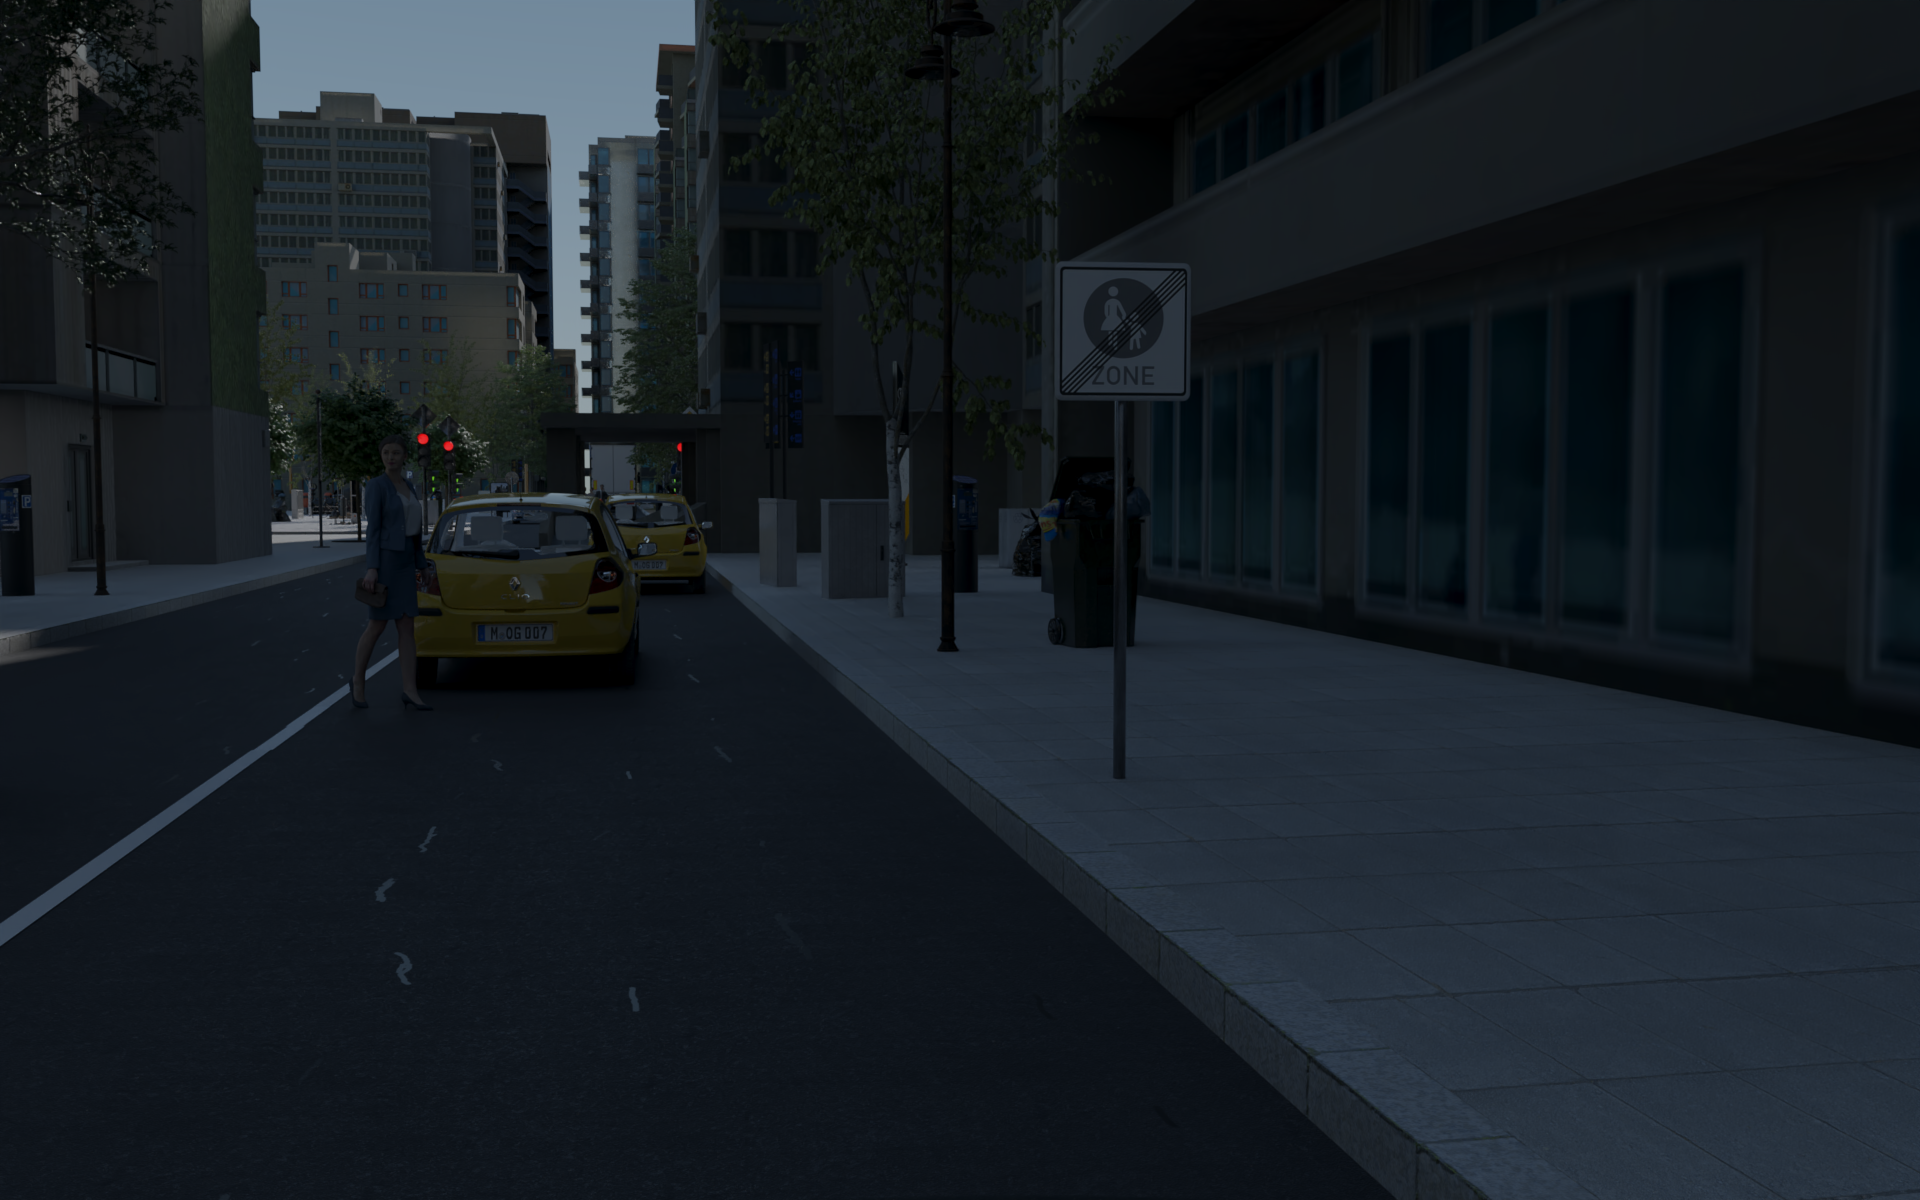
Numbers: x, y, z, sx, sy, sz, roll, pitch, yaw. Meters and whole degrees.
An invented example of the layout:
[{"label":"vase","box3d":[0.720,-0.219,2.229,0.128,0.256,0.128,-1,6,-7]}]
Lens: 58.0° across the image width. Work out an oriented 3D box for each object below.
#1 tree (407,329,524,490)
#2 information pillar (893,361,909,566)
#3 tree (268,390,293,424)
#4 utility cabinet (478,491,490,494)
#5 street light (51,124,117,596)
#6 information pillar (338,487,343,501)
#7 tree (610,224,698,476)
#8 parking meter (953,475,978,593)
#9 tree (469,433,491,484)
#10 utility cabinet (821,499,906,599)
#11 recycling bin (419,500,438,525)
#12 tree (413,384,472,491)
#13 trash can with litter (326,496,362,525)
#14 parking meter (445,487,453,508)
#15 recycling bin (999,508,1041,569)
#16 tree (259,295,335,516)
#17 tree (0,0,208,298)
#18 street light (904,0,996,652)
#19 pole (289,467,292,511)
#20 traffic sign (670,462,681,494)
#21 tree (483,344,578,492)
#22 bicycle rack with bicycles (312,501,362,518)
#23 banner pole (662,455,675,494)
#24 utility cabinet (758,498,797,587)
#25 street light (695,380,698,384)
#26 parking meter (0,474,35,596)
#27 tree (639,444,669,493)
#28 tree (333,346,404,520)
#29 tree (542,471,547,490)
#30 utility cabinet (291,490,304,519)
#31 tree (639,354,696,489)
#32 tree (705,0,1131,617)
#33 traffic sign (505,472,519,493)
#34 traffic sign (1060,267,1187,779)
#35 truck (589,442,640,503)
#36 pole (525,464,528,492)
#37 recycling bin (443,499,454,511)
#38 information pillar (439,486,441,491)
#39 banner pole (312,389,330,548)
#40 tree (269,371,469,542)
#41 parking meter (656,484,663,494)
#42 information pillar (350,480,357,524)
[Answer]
[{"label":"tree","box3d":[-23.024,-7.823,78.276,4.737,8.622,4.395,0,3,0]},{"label":"information pillar","box3d":[-1.059,-2.418,30.887,0.183,3.616,0.504,2,4,25]},{"label":"tree","box3d":[-47.016,-10.224,117.525,4.360,8.622,3.978,0,3,0]},{"label":"utility cabinet","box3d":[-31.686,-6.564,115.999,1.173,1.500,0.318,2,4,28]},{"label":"street light","box3d":[-10.888,-2.997,21.797,0.468,5.910,1.993,-1,4,-11]},{"label":"information pillar","box3d":[-45.139,-7.442,126.162,0.304,2.012,0.304,0,4,-7]},{"label":"tree","box3d":[-10.877,-9.487,73.245,7.486,12.596,7.792,0,3,0]},{"label":"parking meter","box3d":[0.051,-0.867,22.593,0.372,1.533,0.369,0,3,0]},{"label":"tree","box3d":[-20.266,-5.157,68.032,4.285,4.588,4.351,0,3,0]},{"label":"utility cabinet","box3d":[-1.193,-0.629,21.454,1.020,1.237,0.306,-2,4,-25]},{"label":"recycling bin","box3d":[-21.899,-3.575,71.013,0.722,1.027,0.722,2,4,31]},{"label":"tree","box3d":[-34.390,-10.112,115.691,4.360,8.622,3.978,0,3,0]},{"label":"trash can with litter","box3d":[-25.963,-3.766,72.624,1.678,1.210,2.233,-1,4,-20]},{"label":"parking meter","box3d":[-22.052,-4.222,74.733,0.255,1.863,0.399,0,4,3]},{"label":"recycling bin","box3d":[1.098,-1.072,30.075,0.722,1.027,0.722,-1,4,-12]},{"label":"tree","box3d":[-25.513,-6.872,62.724,4.737,8.622,4.395,0,3,0]},{"label":"tree","box3d":[-10.293,-4.925,14.943,7.601,10.594,8.767,-1,4,-20]},{"label":"street light","box3d":[-0.098,-2.519,13.967,0.468,5.910,1.993,-1,4,-11]},{"label":"pole","box3d":[-50.343,-8.347,130.322,0.158,3.312,0.155,0,3,0]},{"label":"traffic sign","box3d":[-10.900,-4.127,67.589,0.768,2.556,0.104,0,4,-8]},{"label":"tree","box3d":[-32.158,-13.014,130.913,7.486,12.596,7.792,0,3,0]},{"label":"bicycle rack with bicycles","box3d":[-33.249,-4.875,93.087,2.852,0.926,2.925,2,4,32]},{"label":"banner pole","box3d":[-18.178,-7.252,108.582,0.863,3.779,0.401,2,4,31]},{"label":"utility cabinet","box3d":[-2.556,-0.807,24.350,0.306,1.237,1.020,-1,4,-21]},{"label":"street light","box3d":[-8.151,-5.028,54.988,0.468,5.910,1.993,-1,4,-11]},{"label":"parking meter","box3d":[-11.906,-0.822,21.855,0.372,1.533,0.369,0,3,0]},{"label":"tree","box3d":[-19.625,-10.088,115.297,4.737,8.622,4.395,0,3,0]},{"label":"tree","box3d":[-29.858,-8.326,86.490,4.360,8.622,3.978,0,3,0]},{"label":"tree","box3d":[-44.574,-12.676,190.973,4.285,4.588,4.351,0,3,0]},{"label":"utility cabinet","box3d":[-33.963,-4.901,88.809,0.318,1.500,1.173,0,4,-7]},{"label":"tree","box3d":[-13.883,-8.284,85.812,4.360,8.622,3.978,0,3,0]},{"label":"tree","box3d":[-0.603,-4.112,17.602,4.737,8.622,4.395,0,3,0]},{"label":"traffic sign","box3d":[-25.290,-5.974,97.776,0.768,2.556,0.104,0,4,-5]},{"label":"traffic sign","box3d":[0.718,-0.343,7.746,0.606,2.300,0.079,0,4,-7]},{"label":"truck","box3d":[-19.296,-6.597,96.776,2.839,4.237,11.283,-1,4,-11]},{"label":"pole","box3d":[-29.326,-7.544,117.193,0.158,3.312,0.155,0,3,0]},{"label":"recycling bin","box3d":[-25.523,-4.542,86.821,0.722,1.027,0.722,-2,4,-23]},{"label":"information pillar","box3d":[-26.872,-5.172,89.047,0.304,2.012,0.304,-2,4,-26]},{"label":"banner pole","box3d":[-15.205,-3.129,41.179,0.401,3.779,0.863,-2,4,-25]},{"label":"tree","box3d":[-16.209,-3.841,46.509,4.285,4.588,4.351,0,3,0]},{"label":"parking meter","box3d":[-17.990,-5.990,103.639,0.255,1.863,0.399,3,5,40]},{"label":"information pillar","box3d":[-26.066,-4.284,74.543,0.304,2.012,0.304,-1,4,-23]}]
